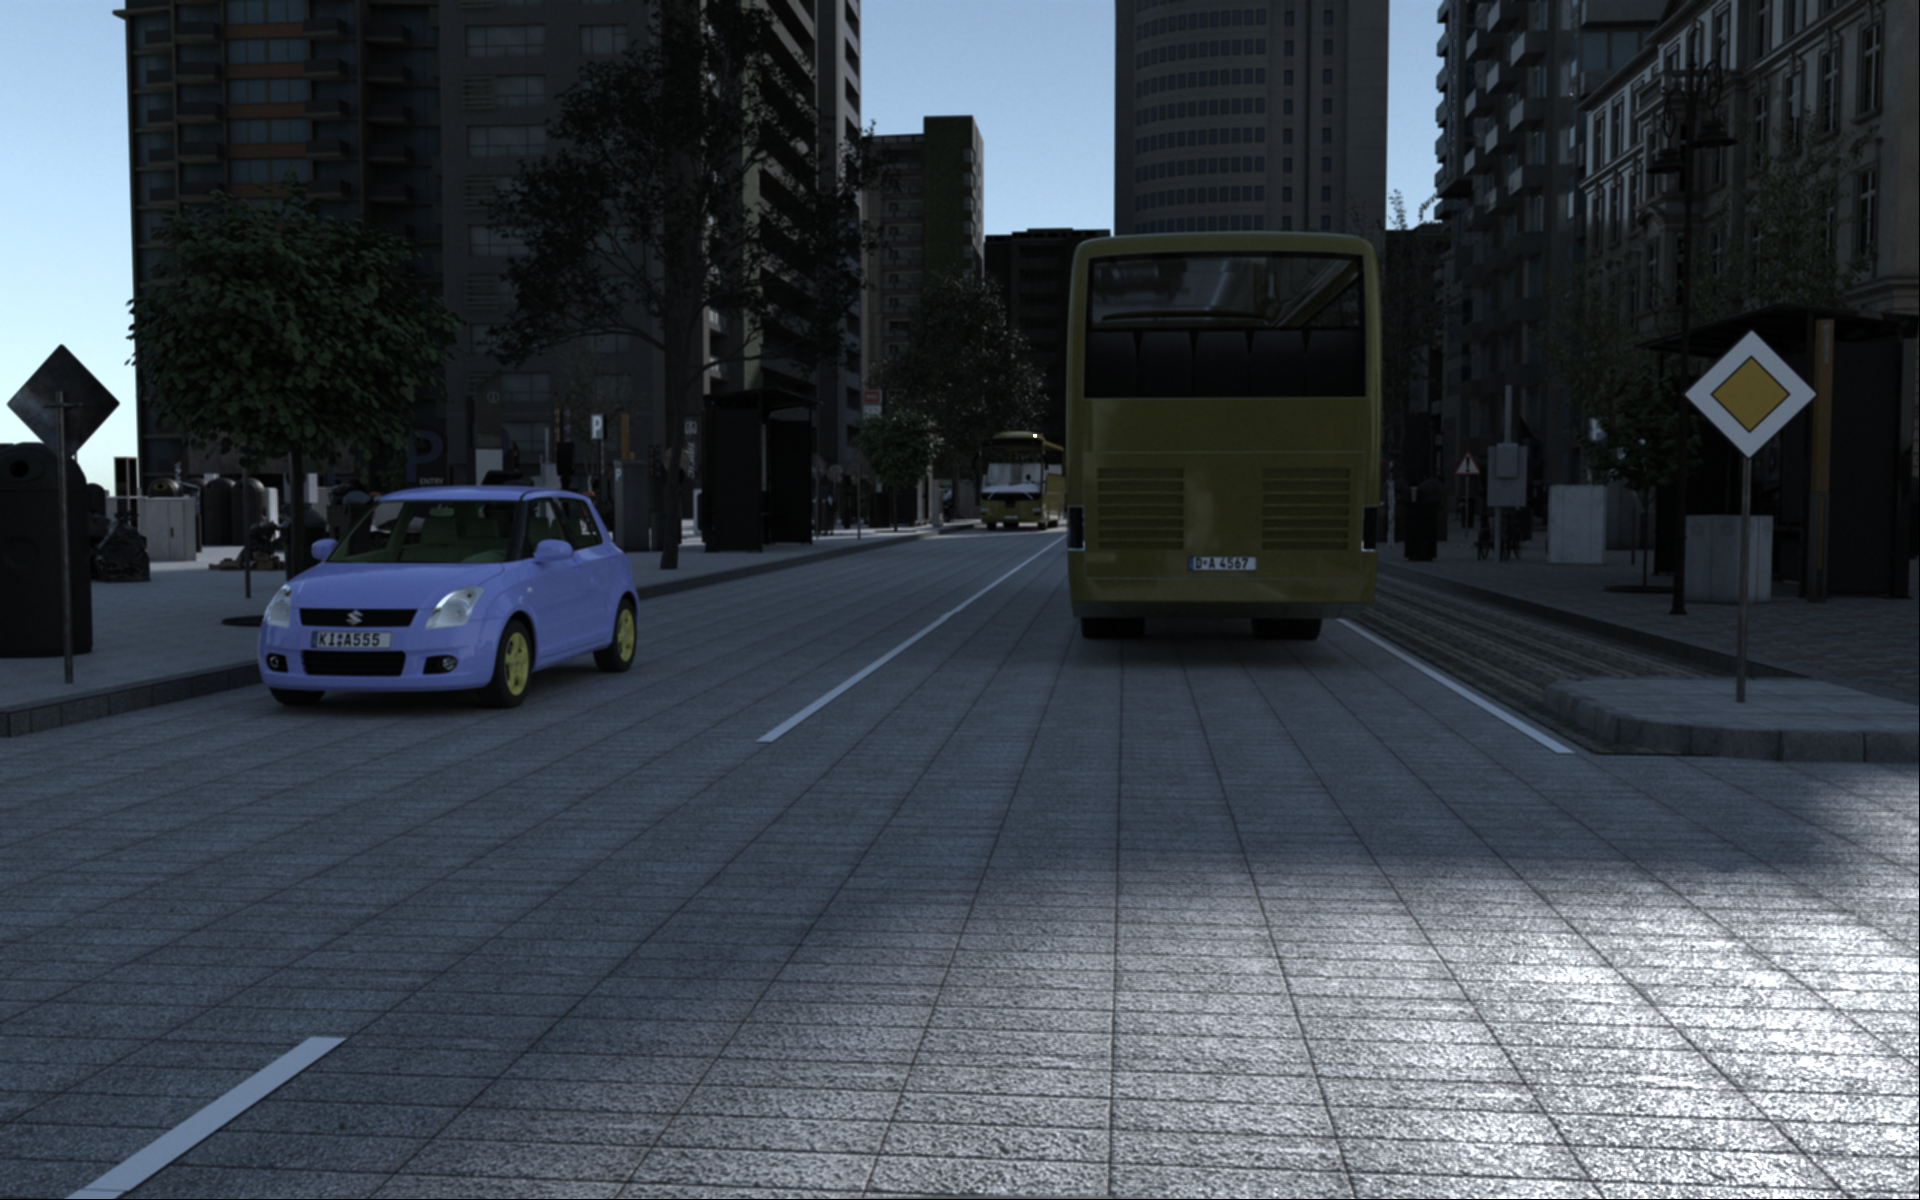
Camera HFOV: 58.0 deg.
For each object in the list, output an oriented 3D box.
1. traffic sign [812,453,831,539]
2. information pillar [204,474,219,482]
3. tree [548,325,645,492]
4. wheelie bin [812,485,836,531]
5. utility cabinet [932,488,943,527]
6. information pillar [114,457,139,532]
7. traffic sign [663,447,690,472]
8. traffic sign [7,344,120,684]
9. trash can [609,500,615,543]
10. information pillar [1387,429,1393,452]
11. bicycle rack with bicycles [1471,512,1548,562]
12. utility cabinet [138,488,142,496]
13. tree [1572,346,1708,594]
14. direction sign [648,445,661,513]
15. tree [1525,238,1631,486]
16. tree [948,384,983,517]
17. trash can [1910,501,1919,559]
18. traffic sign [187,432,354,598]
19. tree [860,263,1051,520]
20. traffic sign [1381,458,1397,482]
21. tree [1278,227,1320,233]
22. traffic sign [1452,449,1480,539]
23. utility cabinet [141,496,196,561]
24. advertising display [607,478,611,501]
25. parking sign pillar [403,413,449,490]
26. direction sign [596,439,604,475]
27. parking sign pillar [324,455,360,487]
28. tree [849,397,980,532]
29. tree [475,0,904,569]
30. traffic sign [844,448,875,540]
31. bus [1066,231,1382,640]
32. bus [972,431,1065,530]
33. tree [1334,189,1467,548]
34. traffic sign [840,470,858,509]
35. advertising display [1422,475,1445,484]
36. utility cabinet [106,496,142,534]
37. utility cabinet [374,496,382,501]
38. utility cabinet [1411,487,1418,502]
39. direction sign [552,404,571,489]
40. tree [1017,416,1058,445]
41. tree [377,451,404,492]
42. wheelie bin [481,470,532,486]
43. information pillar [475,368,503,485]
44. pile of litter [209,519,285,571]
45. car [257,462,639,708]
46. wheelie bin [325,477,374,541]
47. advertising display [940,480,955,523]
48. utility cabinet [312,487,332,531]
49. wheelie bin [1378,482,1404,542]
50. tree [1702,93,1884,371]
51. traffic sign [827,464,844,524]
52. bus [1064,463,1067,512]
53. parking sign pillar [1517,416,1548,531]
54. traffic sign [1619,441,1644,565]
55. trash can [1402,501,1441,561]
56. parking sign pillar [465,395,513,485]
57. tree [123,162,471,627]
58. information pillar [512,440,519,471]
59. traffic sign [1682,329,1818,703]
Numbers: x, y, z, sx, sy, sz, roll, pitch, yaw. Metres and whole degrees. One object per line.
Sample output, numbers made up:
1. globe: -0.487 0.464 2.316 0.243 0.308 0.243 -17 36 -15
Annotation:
1. traffic sign: -4.045 -2.932 49.119 0.795 2.450 0.064 1 4 14
2. information pillar: -25.808 -4.179 59.686 0.504 3.616 0.183 -1 4 -19
3. tree: -15.936 -7.618 74.913 4.360 8.622 3.978 0 3 0
4. wheelie bin: -4.764 -3.214 60.459 0.980 1.594 0.693 2 4 32
5. utility cabinet: -0.867 -3.624 67.930 0.318 1.500 1.173 0 4 6
6. information pillar: -16.608 -1.837 34.533 0.304 2.012 0.304 1 4 10
7. traffic sign: -7.569 -2.817 46.159 0.768 2.556 0.104 1 4 13
8. traffic sign: -6.034 -0.491 11.673 0.795 2.450 0.064 0 4 5
9. trash can: -8.013 -1.823 41.458 0.748 1.137 0.748 0 3 0
10. information pillar: 15.071 -4.246 60.777 0.183 3.616 0.504 0 3 0
11. bicycle rack with bicycles: 11.048 -1.234 33.560 2.852 0.926 2.925 3 4 37
12. utility cabinet: -27.192 -2.955 56.994 0.318 1.500 1.173 -3 4 -38
13. tree: 8.890 -1.721 22.741 1.663 3.219 1.824 0 3 0
14. direction sign: -14.090 -5.380 79.966 0.876 3.537 0.379 3 5 43
15. tree: 18.747 -6.141 50.762 4.737 8.622 4.395 0 3 0
16. tree: 0.874 -9.057 98.442 4.360 8.622 3.978 0 3 0
17. trash can: 18.724 -1.387 34.332 0.748 1.137 0.748 0 3 0
18. traffic sign: -8.462 -1.671 21.194 2.265 3.308 0.079 1 4 12
19. tree: -0.143 -10.348 86.193 9.611 12.733 9.660 0 3 0
20. traffic sign: 14.909 -3.690 60.437 0.768 2.556 0.104 1 4 11
21. tree: 14.112 -9.520 73.783 7.486 12.596 7.792 0 3 0
22. traffic sign: 14.603 -3.050 49.869 0.884 2.594 0.081 0 4 7
23. utility cabinet: -15.152 -1.350 33.238 1.020 1.237 0.306 2 4 24
24. advertising display: -14.154 -3.955 69.877 0.123 1.923 0.974 -1 4 -11
25. parking sign pillar: -16.227 -3.924 52.637 1.447 3.967 1.447 -1 4 -16
26. direction sign: -14.819 -4.854 71.353 0.379 3.537 0.876 0 4 5
27. parking sign pillar: -24.224 -4.855 67.856 1.447 3.967 1.447 -2 4 -27
28. tree: -2.114 -4.583 58.647 4.285 4.588 4.351 0 3 0
29. tree: -4.654 -5.798 29.218 7.601 10.594 8.767 1 4 14
30. traffic sign: -2.834 -2.971 48.575 0.884 2.594 0.081 1 4 12
31. bus: 2.614 -1.737 19.954 2.896 3.916 12.252 0 4 5
32. bus: 2.670 -4.890 71.504 2.896 3.916 12.252 0 4 7
33. tree: 10.080 -5.554 41.169 4.360 8.622 3.978 0 3 0
34. traffic sign: -4.478 -4.222 70.209 0.795 2.450 0.064 1 4 9
35. advertising display: 15.960 -3.257 58.465 0.123 1.923 0.974 -2 4 -27
36. utility cabinet: -22.825 -2.222 47.490 1.020 1.237 0.306 -1 4 -18
37. utility cabinet: -21.597 -3.326 65.542 1.020 1.237 0.306 -2 4 -31
38. utility cabinet: 14.288 -2.811 54.634 1.173 1.500 0.318 -2 4 -26
39. direction sign: -10.118 -3.185 44.073 0.379 3.537 0.876 1 4 16
40. tree: 6.683 -12.456 154.025 4.360 8.622 3.978 0 3 0
41. tree: -25.045 -5.021 76.692 1.663 3.219 1.824 0 3 0
42. wheelie bin: -6.076 -0.938 23.250 0.693 1.594 0.980 2 4 29
43. information pillar: -8.686 -2.487 32.021 0.504 3.616 0.183 -1 4 -21
44. pile of litter: -11.981 -0.940 29.332 1.719 0.858 1.176 3 5 42
45. car: -3.657 -0.195 12.782 1.945 1.707 3.694 0 4 7
46. wheelie bin: -11.460 -1.508 32.557 0.980 1.594 0.693 1 4 23
47. advertising display: -0.579 -4.438 77.775 0.123 1.923 0.974 -3 4 -37
48. utility cabinet: -20.264 -2.861 55.456 0.318 1.500 1.173 2 4 34
49. wheelie bin: 11.400 -2.342 46.203 0.693 1.594 0.980 -2 4 -24
50. tree: 15.257 -5.035 32.687 4.737 8.622 4.395 0 3 0
51. traffic sign: -5.323 -4.518 73.972 0.768 2.556 0.104 0 4 7
52. bus: 9.191 -8.947 137.828 2.896 3.916 12.252 0 4 5
53. parking sign pillar: 19.852 -4.395 60.333 1.447 3.967 1.447 3 5 43
54. traffic sign: 12.204 -1.786 31.339 0.606 2.300 0.079 1 4 12
55. trash can: 8.835 -1.318 33.202 0.748 1.137 0.748 0 3 0
56. parking sign pillar: -12.901 -3.612 47.535 1.447 3.967 1.447 2 4 33
57. tree: -6.625 -2.050 17.239 4.285 4.588 4.351 0 3 0
58. information pillar: -19.425 -5.163 75.775 0.183 3.616 0.504 1 4 10
59. traffic sign: 4.808 -0.426 10.612 0.795 2.450 0.064 0 4 5
